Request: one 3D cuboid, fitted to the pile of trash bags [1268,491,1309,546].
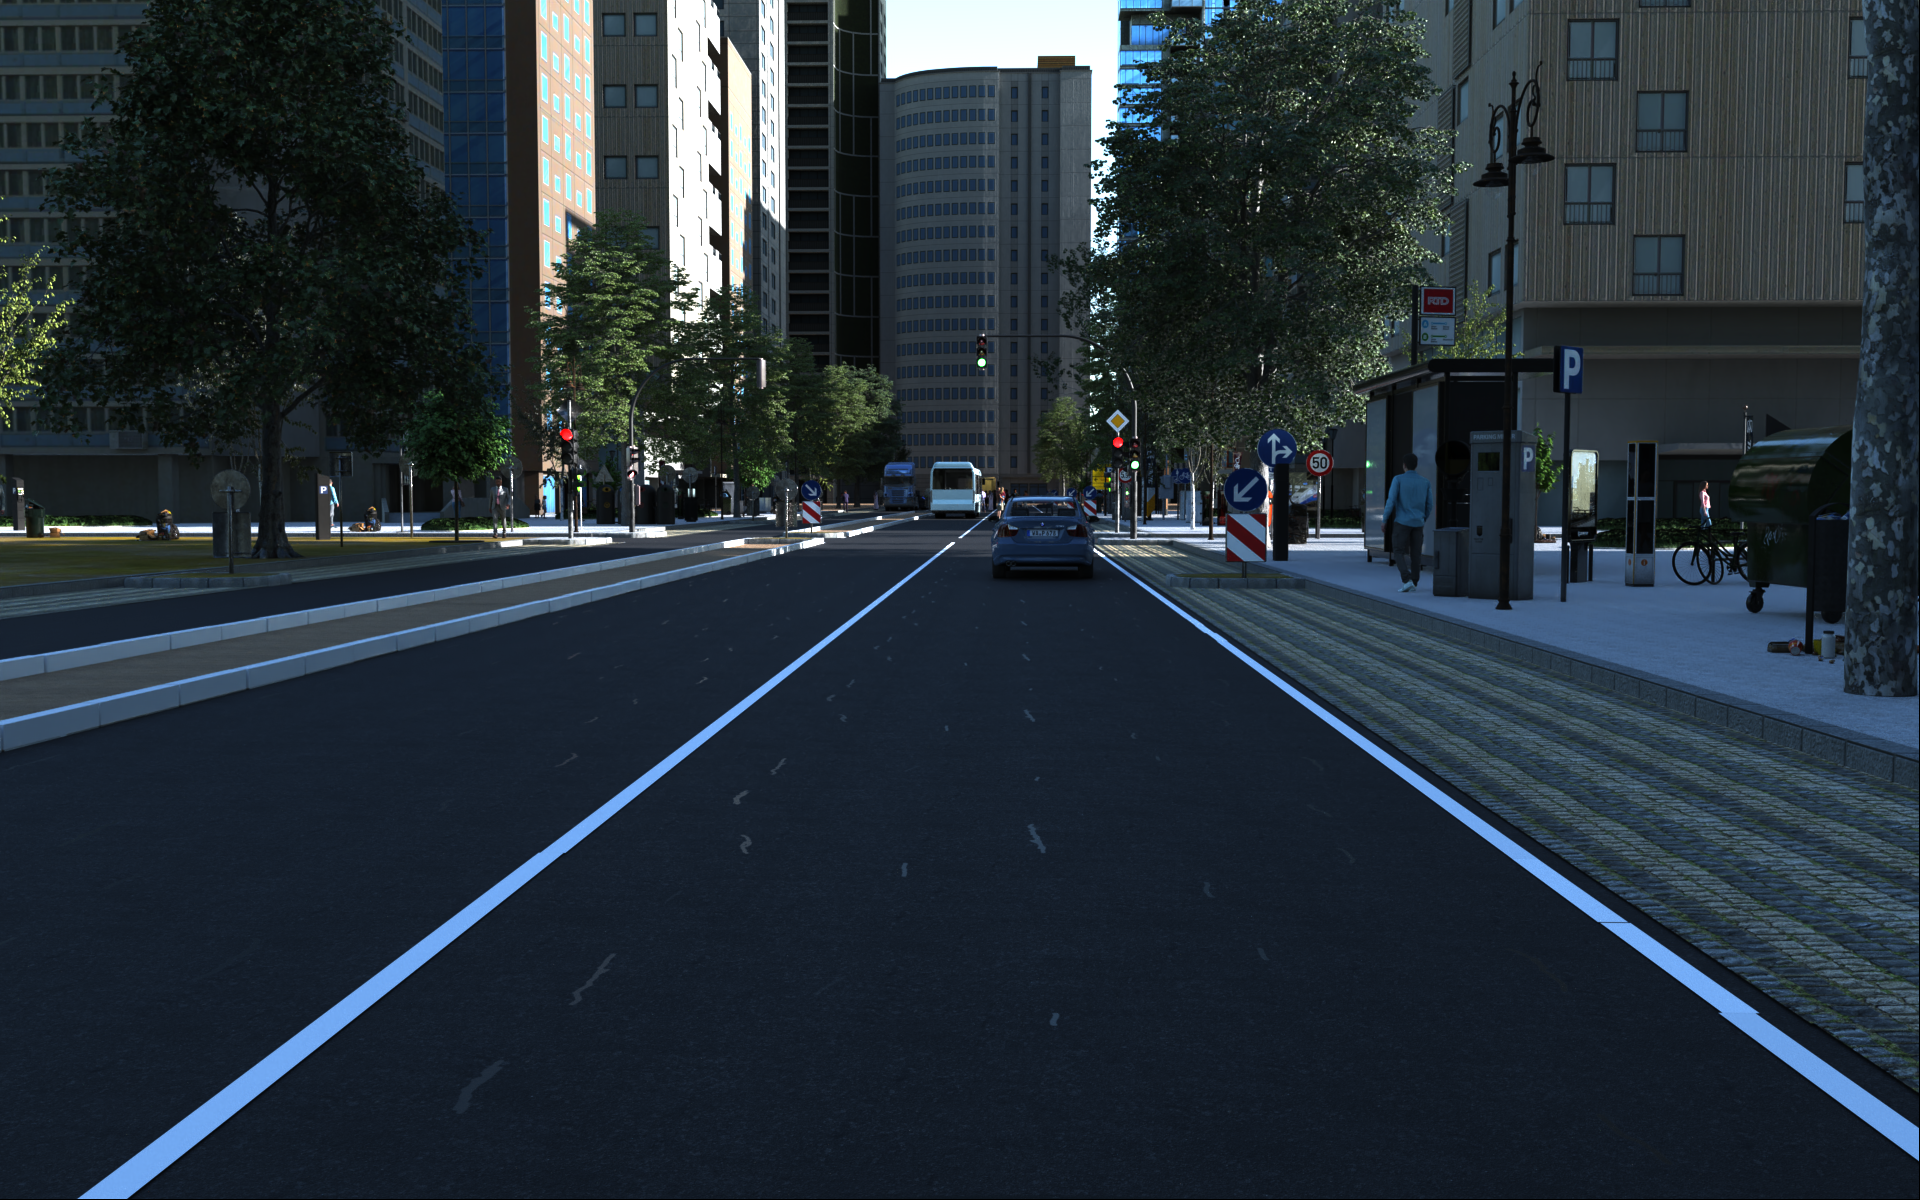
[{"bbox_3d":[7.976,-2.127,44.524,1.912,1.369,3.447,1,4,15],"label":"pile of trash bags"}]

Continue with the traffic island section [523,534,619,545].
[{"bbox_3d":[-11.258,-1.698,50.039,2.009,0.180,2.903,0,4,2],"label":"traffic island section"}]

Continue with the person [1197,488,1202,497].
[{"bbox_3d":[19.901,-8.455,144.247,0.705,1.831,1.348,-1,4,-21],"label":"person"}]

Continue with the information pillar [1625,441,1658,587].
[{"bbox_3d":[9.449,-1.195,24.024,0.304,2.012,0.304,0,4,-1],"label":"information pillar"}]

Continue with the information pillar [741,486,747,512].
[{"bbox_3d":[-14.646,-6.904,117.372,0.304,2.012,0.304,1,4,20],"label":"information pillar"}]

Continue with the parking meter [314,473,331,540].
[{"bbox_3d":[-17.893,-2.627,48.661,0.399,1.863,0.255,-2,4,-35],"label":"parking meter"}]

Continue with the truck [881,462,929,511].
[{"bbox_3d":[-4.608,-9.901,151.644,2.967,4.110,18.799,0,4,3],"label":"truck"}]

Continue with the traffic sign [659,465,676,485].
[{"bbox_3d":[-12.784,-4.620,75.645,0.768,2.556,0.104,0,4,5],"label":"traffic sign"}]

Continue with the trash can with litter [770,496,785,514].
[{"bbox_3d":[-12.261,-6.306,114.494,0.624,1.170,1.055,-2,4,-32],"label":"trash can with litter"}]

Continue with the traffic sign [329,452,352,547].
[{"bbox_3d":[-14.991,-2.435,41.935,0.606,2.300,0.079,1,4,11],"label":"traffic sign"}]

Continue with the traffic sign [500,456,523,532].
[{"bbox_3d":[-15.206,-3.585,58.719,0.768,2.556,0.104,0,4,4],"label":"traffic sign"}]

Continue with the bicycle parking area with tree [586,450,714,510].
[{"bbox_3d":[-20.324,-7.771,114.066,8.231,4.147,9.016,1,4,11],"label":"bicycle parking area with tree"}]

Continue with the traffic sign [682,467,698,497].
[{"bbox_3d":[-12.714,-4.984,81.595,0.768,2.556,0.104,1,4,9],"label":"traffic sign"}]

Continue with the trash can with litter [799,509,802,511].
[{"bbox_3d":[-12.477,-7.393,131.936,1.678,1.210,2.233,-1,4,-17],"label":"trash can with litter"}]

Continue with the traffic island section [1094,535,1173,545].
[{"bbox_3d":[4.974,-1.665,49.506,2.009,0.180,2.903,0,4,2],"label":"traffic island section"}]

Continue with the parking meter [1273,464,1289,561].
[{"bbox_3d":[6.177,-1.689,33.334,0.255,1.863,0.399,0,4,2],"label":"parking meter"}]

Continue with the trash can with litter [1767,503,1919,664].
[{"bbox_3d":[7.448,-0.178,13.961,2.233,1.210,1.678,-1,4,-19],"label":"trash can with litter"}]

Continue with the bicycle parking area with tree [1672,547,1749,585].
[{"bbox_3d":[15.116,-2.232,23.497,9.016,4.147,8.231,-1,4,-21],"label":"bicycle parking area with tree"}]

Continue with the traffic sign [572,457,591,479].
[{"bbox_3d":[-13.650,-3.827,62.304,0.795,2.593,0.064,1,4,9],"label":"traffic sign"}]

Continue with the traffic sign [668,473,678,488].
[{"bbox_3d":[-14.045,-5.037,84.485,0.606,2.300,0.079,0,4,2],"label":"traffic sign"}]

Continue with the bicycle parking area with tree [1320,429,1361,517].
[{"bbox_3d":[16.843,-5.597,78.506,9.016,4.147,8.231,1,4,21],"label":"bicycle parking area with tree"}]

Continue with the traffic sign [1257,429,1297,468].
[{"bbox_3d":[6.205,-2.070,33.955,0.768,2.556,0.104,1,4,9],"label":"traffic sign"}]

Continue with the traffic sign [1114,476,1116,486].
[{"bbox_3d":[10.096,-6.790,111.120,0.768,2.556,0.104,0,4,5],"label":"traffic sign"}]

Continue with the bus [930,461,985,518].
[{"bbox_3d":[-0.124,-6.772,105.582,2.948,3.499,13.247,0,4,3],"label":"bus"}]

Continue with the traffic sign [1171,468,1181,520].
[{"bbox_3d":[10.854,-5.264,86.171,0.768,2.556,0.104,0,4,6],"label":"traffic sign"}]

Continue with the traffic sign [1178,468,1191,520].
[{"bbox_3d":[11.001,-5.166,84.567,0.768,2.556,0.104,0,4,3],"label":"traffic sign"}]

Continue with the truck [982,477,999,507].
[{"bbox_3d":[2.708,-12.274,196.595,3.469,3.379,9.791,0,4,2],"label":"truck"}]

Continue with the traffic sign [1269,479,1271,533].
[{"bbox_3d":[10.305,-3.513,57.543,0.768,2.556,0.104,0,4,4],"label":"traffic sign"}]

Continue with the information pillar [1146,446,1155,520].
[{"bbox_3d":[9.290,-5.685,84.299,0.504,3.616,0.183,-3,4,-38],"label":"information pillar"}]

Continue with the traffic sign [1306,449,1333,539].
[{"bbox_3d":[10.248,-3.016,49.421,0.768,2.556,0.104,0,4,5],"label":"traffic sign"}]

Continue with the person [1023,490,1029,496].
[{"bbox_3d":[5.101,-7.789,136.680,1.217,1.723,0.721,-3,5,-42],"label":"person"}]

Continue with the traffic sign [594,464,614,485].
[{"bbox_3d":[-15.358,-4.571,74.732,0.884,2.594,0.081,0,4,6],"label":"traffic sign"}]

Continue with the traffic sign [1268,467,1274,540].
[{"bbox_3d":[8.714,-2.827,48.352,0.606,2.300,0.079,0,4,6],"label":"traffic sign"}]

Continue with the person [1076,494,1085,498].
[{"bbox_3d":[14.845,-12.574,214.015,1.348,1.831,0.705,-1,4,-12],"label":"person"}]

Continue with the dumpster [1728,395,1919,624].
[{"bbox_3d":[9.058,-0.939,17.840,1.502,2.255,1.985,0,4,2],"label":"dumpster"}]

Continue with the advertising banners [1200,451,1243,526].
[{"bbox_3d":[10.653,-4.540,70.415,2.074,3.025,0.090,-2,4,-27],"label":"advertising banners"}]

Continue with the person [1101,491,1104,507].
[{"bbox_3d":[14.484,-10.344,175.887,0.721,1.743,1.217,3,5,41],"label":"person"}]

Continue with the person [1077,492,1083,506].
[{"bbox_3d":[12.205,-10.405,176.299,1.348,1.807,0.705,0,4,-6],"label":"person"}]

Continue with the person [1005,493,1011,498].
[{"bbox_3d":[4.009,-8.518,147.849,0.705,1.814,1.350,2,4,34],"label":"person"}]

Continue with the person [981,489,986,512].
[{"bbox_3d":[1.679,-7.775,135.492,0.709,1.838,0.599,-2,4,-34],"label":"person"}]

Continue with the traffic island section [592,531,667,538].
[{"bbox_3d":[-10.998,-2.186,58.020,2.009,0.180,2.903,0,4,2],"label":"traffic island section"}]

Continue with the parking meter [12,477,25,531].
[{"bbox_3d":[-33.145,-3.380,60.971,0.399,1.863,0.255,2,4,34],"label":"parking meter"}]

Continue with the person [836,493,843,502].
[{"bbox_3d":[-11.301,-9.383,162.685,0.697,1.427,0.421,1,4,15],"label":"person"}]

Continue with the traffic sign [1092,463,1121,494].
[{"bbox_3d":[9.816,-7.351,114.063,2.265,3.308,0.079,0,4,5],"label":"traffic sign"}]

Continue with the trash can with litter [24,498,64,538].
[{"bbox_3d":[-26.961,-2.421,50.977,1.055,1.170,0.624,-2,4,-24],"label":"trash can with litter"}]

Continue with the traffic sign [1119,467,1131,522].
[{"bbox_3d":[7.706,-4.927,80.661,0.768,2.556,0.104,1,4,9],"label":"traffic sign"}]

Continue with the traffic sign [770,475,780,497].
[{"bbox_3d":[-12.375,-7.062,115.568,0.768,2.556,0.104,1,4,8],"label":"traffic sign"}]

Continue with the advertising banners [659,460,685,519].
[{"bbox_3d":[-14.836,-5.684,89.116,2.074,3.025,0.090,3,5,42],"label":"advertising banners"}]

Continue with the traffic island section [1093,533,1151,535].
[{"bbox_3d":[5.235,-2.153,57.487,2.009,0.180,2.903,0,4,2],"label":"traffic island section"}]

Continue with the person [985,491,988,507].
[{"bbox_3d":[2.785,-10.997,188.318,0.705,1.823,1.348,1,4,18],"label":"person"}]

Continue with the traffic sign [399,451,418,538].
[{"bbox_3d":[-16.141,-3.108,50.923,0.768,2.556,0.104,1,4,9],"label":"traffic sign"}]
